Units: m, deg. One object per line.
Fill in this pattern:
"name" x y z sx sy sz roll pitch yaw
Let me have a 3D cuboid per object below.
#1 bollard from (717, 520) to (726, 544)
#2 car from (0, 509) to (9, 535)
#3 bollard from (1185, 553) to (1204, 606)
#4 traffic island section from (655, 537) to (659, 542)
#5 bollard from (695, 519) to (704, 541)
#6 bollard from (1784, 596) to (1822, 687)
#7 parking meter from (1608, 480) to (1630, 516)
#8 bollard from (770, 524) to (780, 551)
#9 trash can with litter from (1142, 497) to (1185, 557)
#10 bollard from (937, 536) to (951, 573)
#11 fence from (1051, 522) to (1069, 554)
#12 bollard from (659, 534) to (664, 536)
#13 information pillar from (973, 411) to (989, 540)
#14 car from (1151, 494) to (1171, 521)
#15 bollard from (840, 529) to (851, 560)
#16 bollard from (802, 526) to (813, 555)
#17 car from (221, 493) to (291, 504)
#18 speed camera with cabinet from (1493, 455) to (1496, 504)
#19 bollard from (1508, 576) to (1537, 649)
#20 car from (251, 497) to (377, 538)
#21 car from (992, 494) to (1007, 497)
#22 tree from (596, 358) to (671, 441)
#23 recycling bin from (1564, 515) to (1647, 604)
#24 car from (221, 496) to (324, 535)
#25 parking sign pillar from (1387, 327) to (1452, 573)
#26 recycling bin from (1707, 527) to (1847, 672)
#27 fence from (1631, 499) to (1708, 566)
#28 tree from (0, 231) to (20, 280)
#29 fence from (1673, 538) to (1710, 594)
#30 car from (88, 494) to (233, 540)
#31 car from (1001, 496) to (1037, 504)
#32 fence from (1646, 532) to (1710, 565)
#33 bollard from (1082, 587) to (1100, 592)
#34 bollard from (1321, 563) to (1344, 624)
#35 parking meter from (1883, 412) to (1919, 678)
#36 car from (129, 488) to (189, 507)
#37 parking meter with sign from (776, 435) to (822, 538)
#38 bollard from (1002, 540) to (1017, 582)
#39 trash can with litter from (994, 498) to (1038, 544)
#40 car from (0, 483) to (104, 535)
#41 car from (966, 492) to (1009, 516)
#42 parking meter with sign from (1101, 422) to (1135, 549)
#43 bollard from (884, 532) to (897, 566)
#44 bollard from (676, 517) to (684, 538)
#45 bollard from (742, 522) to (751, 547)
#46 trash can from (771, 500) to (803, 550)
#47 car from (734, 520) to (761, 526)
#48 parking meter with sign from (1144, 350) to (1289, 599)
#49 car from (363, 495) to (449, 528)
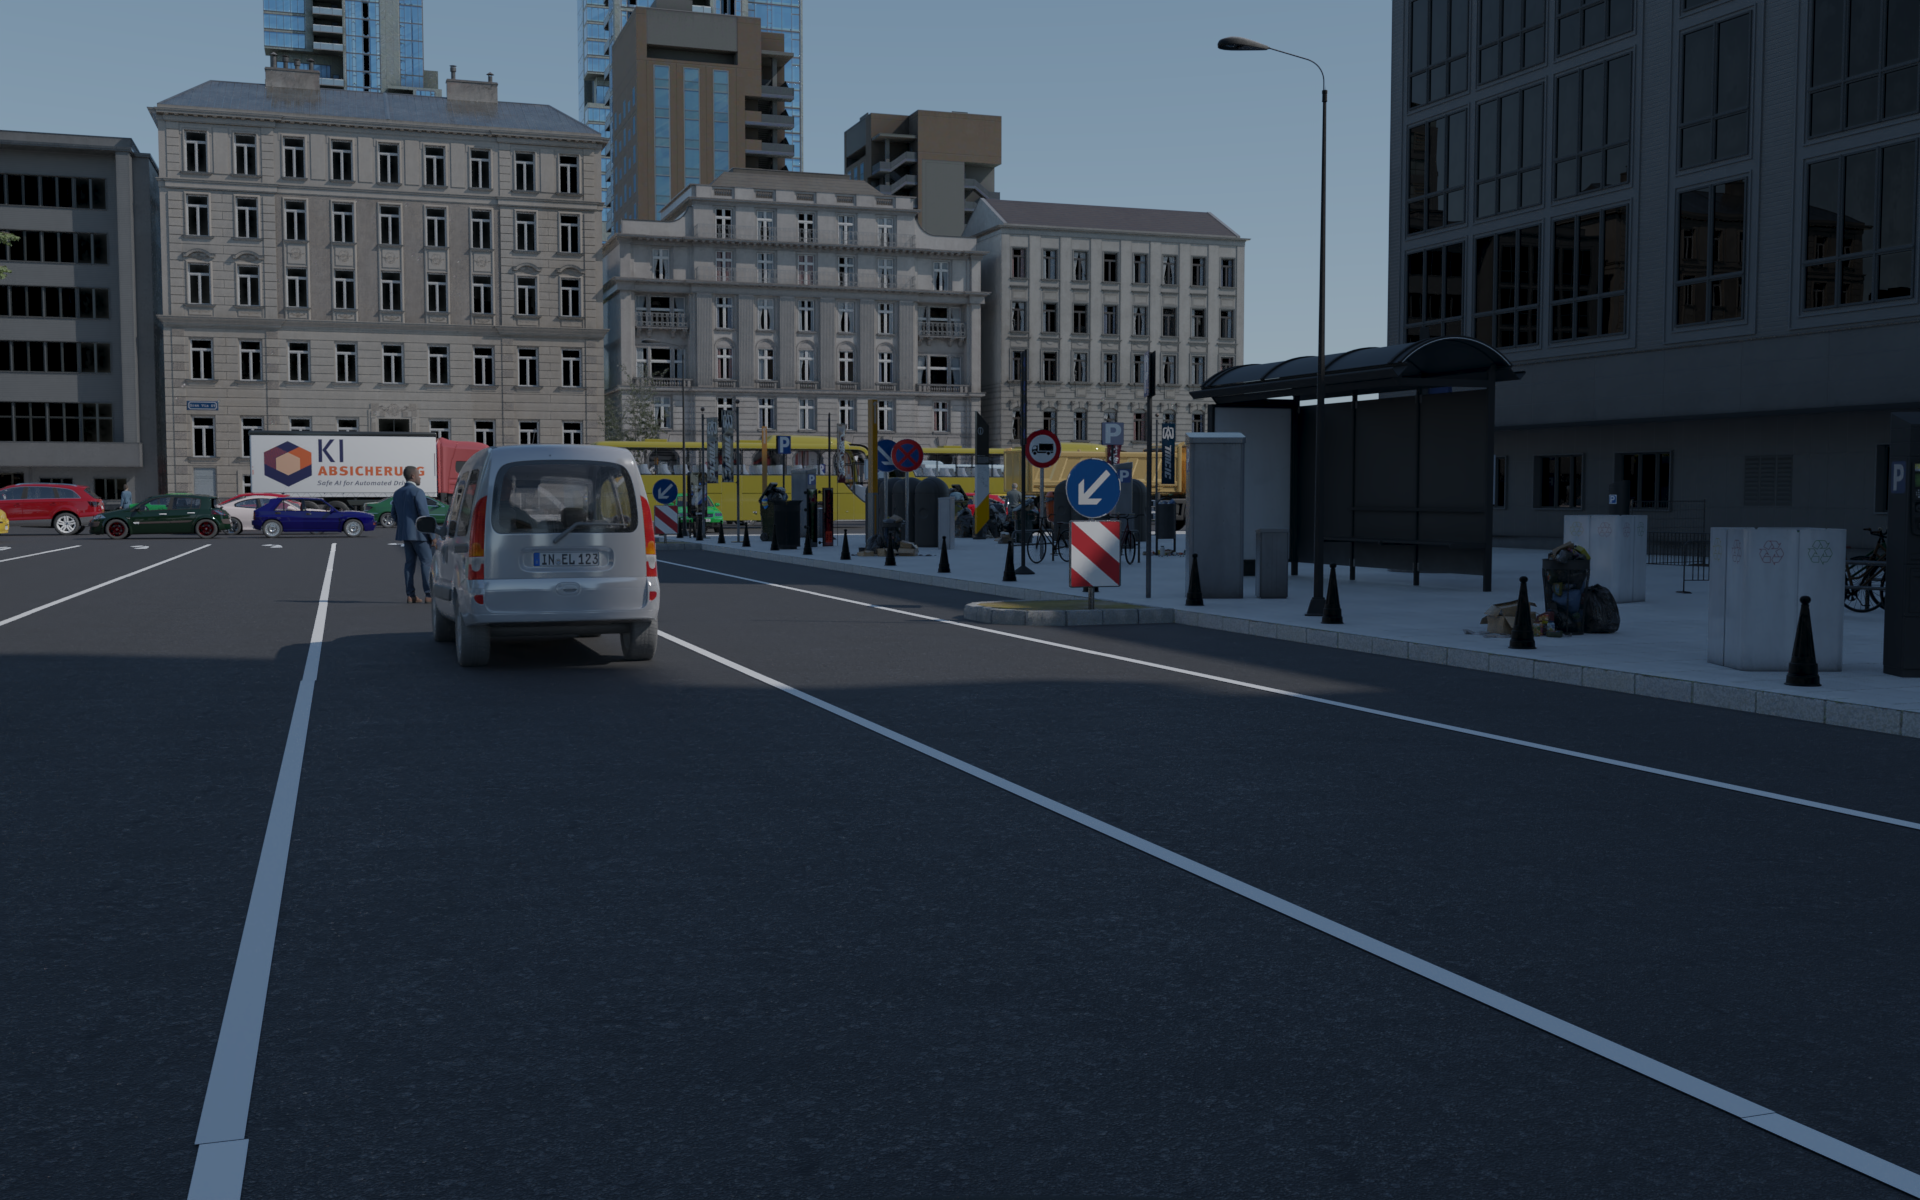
"bollard" -6.181 -1.764 44.880 0.229 0.601 0.229 0 3 0
"car" -30.441 -2.510 51.260 3.980 1.641 2.015 -1 4 -20
"bollard" 2.700 -0.237 19.921 0.229 0.601 0.229 0 3 0
"traffic island section" -10.230 -1.806 51.815 2.009 0.180 2.903 -1 4 -20
"bollard" -7.167 -1.934 47.658 0.229 0.601 0.229 0 3 0
"bollard" 5.660 0.271 11.614 0.229 0.601 0.229 0 3 0
"parking meter" 11.847 -1.392 31.164 0.372 1.533 0.369 0 3 0
"bollard" -4.208 -1.425 39.341 0.229 0.601 0.229 0 3 0
"trash can with litter" 4.687 -1.548 36.360 2.233 1.210 1.678 -2 4 -35
"bollard" -0.258 -0.747 28.252 0.229 0.601 0.229 0 3 0
"fence" 2.330 -1.254 35.886 0.278 0.683 2.069 -1 4 -16
"bollard" -9.144 -2.273 53.211 0.229 0.601 0.229 0 3 0
"information pillar" 0.613 -3.521 48.929 0.504 3.616 0.183 -3 5 -41
"car" 9.483 -4.287 81.885 4.920 1.459 2.131 -1 4 -19
"bollard" -2.233 -1.086 33.792 0.229 0.601 0.229 0 3 0
"bollard" -3.215 -1.255 36.564 0.229 0.601 0.229 0 3 0
"car" -28.386 -3.649 68.706 4.494 1.783 2.155 -1 4 -19
"speed camera with cabinet" 10.751 -2.691 38.330 2.038 3.252 0.660 0 4 -3
"bollard" 4.676 0.101 14.384 0.229 0.601 0.229 0 3 0
"car" -21.398 -2.743 57.424 3.894 1.354 1.945 -1 4 -20
"car" 2.196 -4.181 78.581 3.980 1.641 2.015 -1 4 -20
"tree" -17.546 -8.773 93.794 4.360 8.622 3.978 0 3 0
"recycling bin" 7.707 -0.498 20.703 0.722 1.027 0.722 -3 5 -42
"car" -24.418 -3.012 61.600 4.827 1.381 2.083 -1 4 -18
"parking sign pillar" 7.831 -2.456 28.623 1.447 3.967 1.447 1 4 19
"recycling bin" 6.037 -0.017 12.832 0.722 1.027 0.722 0 4 2
"fence" 12.345 -1.161 30.185 2.264 1.192 0.480 -2 4 -34
"tree" -26.120 -7.306 40.030 7.486 12.596 7.792 0 3 0
"fence" 10.357 -0.430 22.403 2.069 0.683 0.278 0 4 0
"car" -25.693 -2.809 55.706 4.222 1.686 2.009 -1 4 -19
"car" 3.020 -3.938 76.387 4.499 1.417 2.014 -1 4 -20
"fence" 11.357 -0.712 27.016 0.278 0.683 2.069 -2 4 -28
"bollard" 1.716 -0.407 22.699 0.229 0.601 0.229 0 3 0
"bollard" 3.691 -0.068 17.154 0.229 0.601 0.229 0 3 0
"parking meter" 6.719 -0.395 12.174 0.255 1.863 0.399 0 4 5
"car" -31.275 -3.764 70.337 4.718 1.807 1.959 -1 4 -20
"parking meter with sign" -4.623 -3.357 51.140 1.738 3.016 0.543 3 5 40
"bollard" 0.730 -0.577 25.471 0.229 0.601 0.229 0 3 0
"trash can with litter" 1.455 -2.045 44.819 1.055 1.170 0.624 -1 4 -22
"car" -32.683 -3.159 60.321 5.304 1.827 2.281 -1 4 -20
"car" -0.185 -3.582 67.612 4.494 1.783 2.155 -1 4 -18
"parking meter with sign" 3.816 -2.755 41.303 0.543 3.016 1.738 0 4 -8
"bollard" -1.247 -0.916 31.020 0.229 0.601 0.229 0 3 0
"bollard" -8.158 -2.104 50.436 0.229 0.601 0.229 0 3 0
"bollard" -5.195 -1.594 42.110 0.229 0.601 0.229 0 3 0
"trash can" -4.015 -1.749 40.255 0.748 1.137 0.748 0 3 0
"car" -8.459 -4.136 79.427 4.920 1.459 2.131 -1 4 -21
"parking meter with sign" 3.152 -1.532 21.303 1.738 3.016 0.543 0 3 0
"car" -23.152 -3.829 74.402 4.920 1.459 2.131 -1 4 -19
